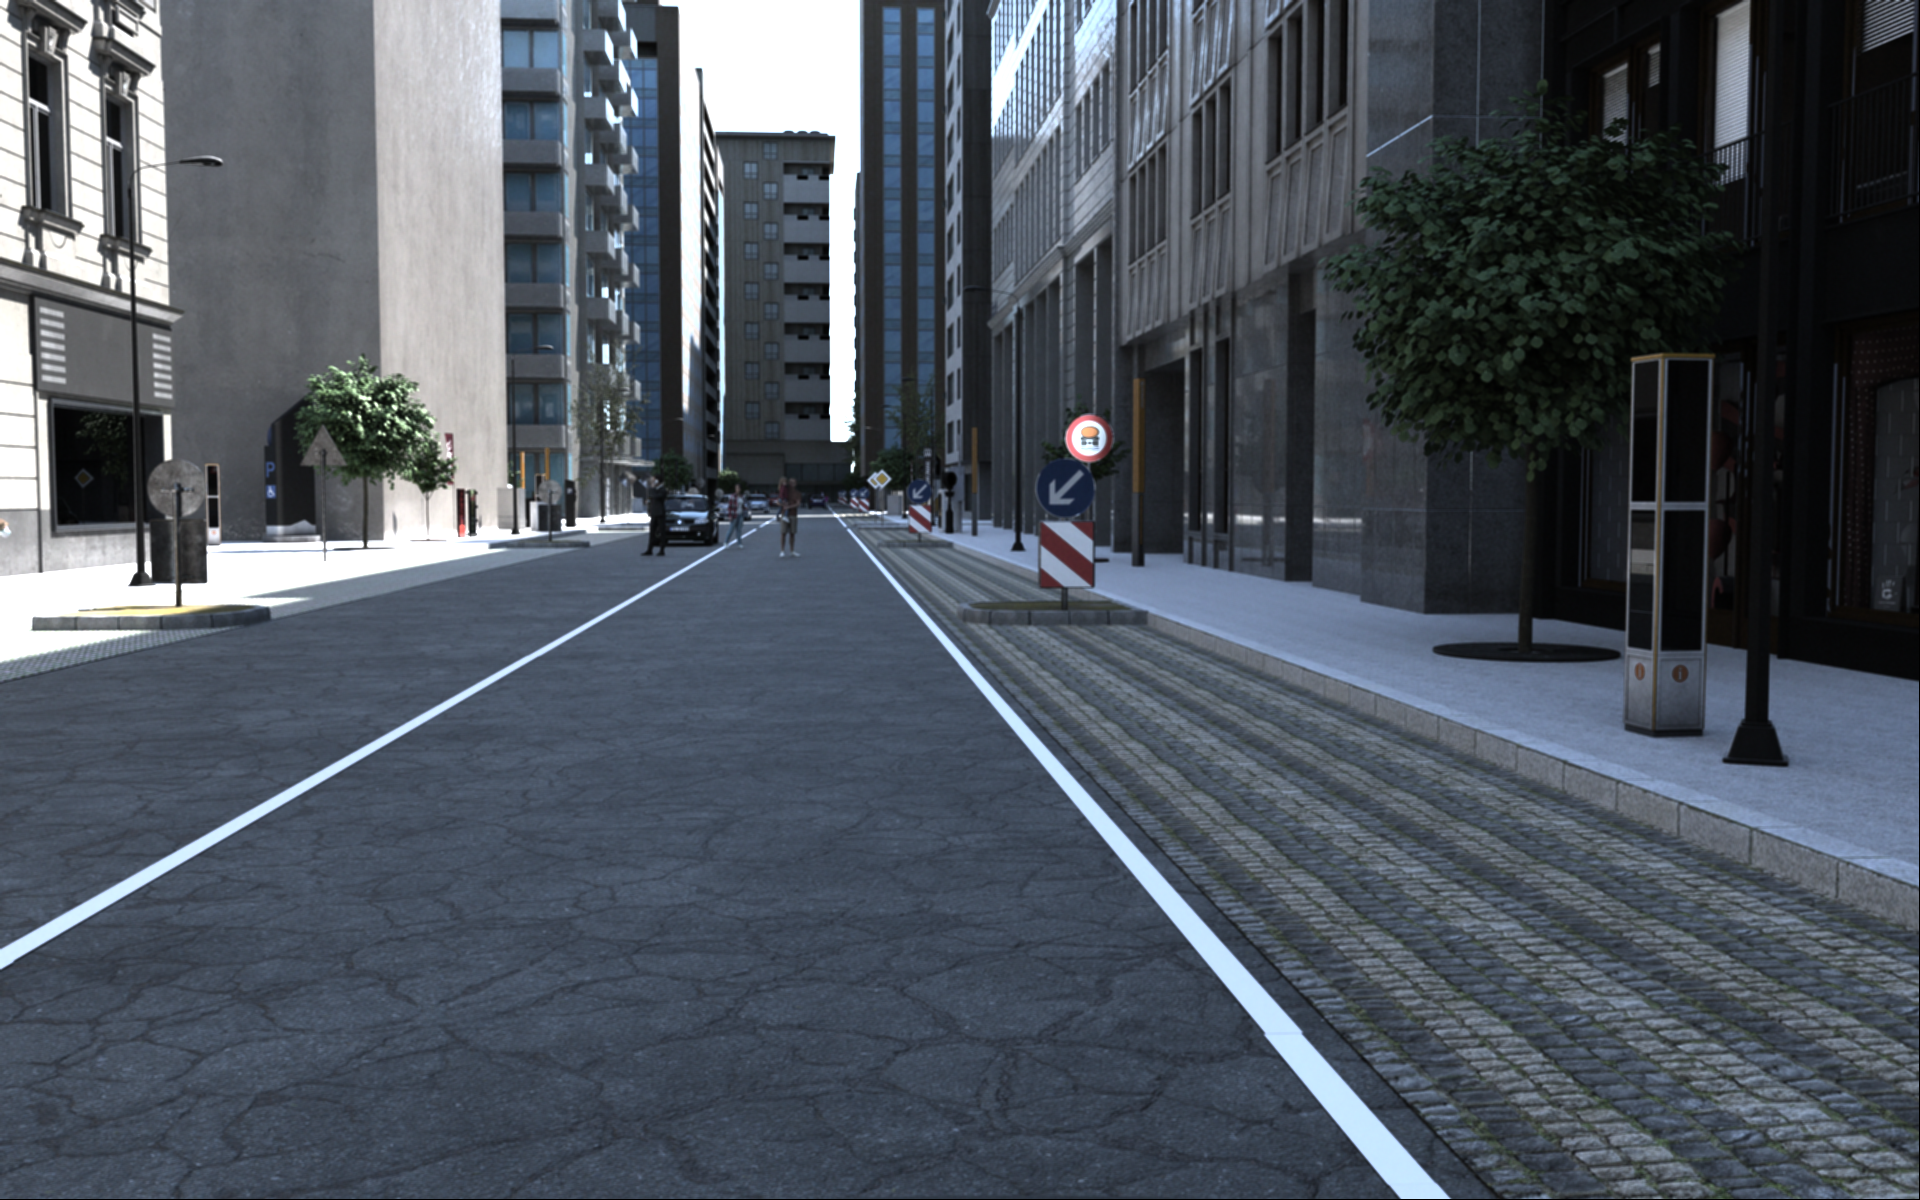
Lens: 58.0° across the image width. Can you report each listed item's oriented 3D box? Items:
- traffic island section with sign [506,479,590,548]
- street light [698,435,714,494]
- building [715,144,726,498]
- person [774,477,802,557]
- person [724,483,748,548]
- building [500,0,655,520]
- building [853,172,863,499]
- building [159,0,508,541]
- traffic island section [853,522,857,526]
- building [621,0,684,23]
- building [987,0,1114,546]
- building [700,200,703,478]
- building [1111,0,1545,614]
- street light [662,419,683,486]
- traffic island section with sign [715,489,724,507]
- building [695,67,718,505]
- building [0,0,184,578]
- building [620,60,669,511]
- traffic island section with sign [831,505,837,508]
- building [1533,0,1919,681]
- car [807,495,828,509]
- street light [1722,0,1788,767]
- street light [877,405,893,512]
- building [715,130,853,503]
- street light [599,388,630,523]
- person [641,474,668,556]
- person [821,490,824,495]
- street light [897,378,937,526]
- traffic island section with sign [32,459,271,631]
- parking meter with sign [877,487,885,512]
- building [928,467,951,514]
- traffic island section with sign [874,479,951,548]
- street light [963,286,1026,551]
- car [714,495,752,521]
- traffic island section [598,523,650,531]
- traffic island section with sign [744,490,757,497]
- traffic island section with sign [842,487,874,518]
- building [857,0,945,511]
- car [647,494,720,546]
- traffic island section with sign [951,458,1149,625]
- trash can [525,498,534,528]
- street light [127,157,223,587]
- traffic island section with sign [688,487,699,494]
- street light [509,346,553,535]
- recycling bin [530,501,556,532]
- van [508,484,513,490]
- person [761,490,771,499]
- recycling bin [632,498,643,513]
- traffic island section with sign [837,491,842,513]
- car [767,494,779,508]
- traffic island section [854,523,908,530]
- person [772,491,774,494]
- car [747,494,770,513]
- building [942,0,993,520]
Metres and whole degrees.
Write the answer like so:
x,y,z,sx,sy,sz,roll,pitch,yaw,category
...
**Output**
x,y,z,sx,sy,sz,roll,pitch,yaw,category
-11.012,-2.315,46.485,1.989,1.847,2.006,0,4,-5,traffic island section with sign
-20.133,-10.066,137.123,1.470,5.913,1.316,0,4,-5,street light
-36.928,-34.636,216.405,14.200,45.320,14.600,0,4,-5,building
-3.958,-1.909,39.685,0.573,1.828,0.580,2,4,31,person
-5.926,-2.234,45.872,0.563,1.720,0.643,-3,5,-44,person
-30.255,-29.239,97.660,23.786,49.044,30.456,0,4,-5,building
-4.487,-38.190,248.106,21.600,48.544,21.300,0,4,-5,building
-33.492,-15.306,54.762,34.151,26.468,19.350,0,4,-5,building
-3.745,-3.363,77.273,2.009,0.180,2.903,0,4,-5,traffic island section
-31.697,-31.004,157.032,14.600,45.320,14.200,0,4,-5,building
7.799,-16.830,52.670,11.434,29.767,29.804,0,4,-5,building
-33.002,-31.868,171.146,14.600,45.320,14.200,0,4,-5,building
10.128,-12.849,28.100,12.078,24.808,19.932,0,4,-5,building
-17.746,-8.206,106.714,1.470,5.913,1.316,0,4,-5,street light
-17.705,-7.293,127.866,1.989,1.847,2.006,0,4,-5,traffic island section with sign
-37.882,-34.549,188.575,21.300,48.544,21.600,0,4,-5,building
-21.605,-14.482,13.197,17.030,29.872,44.131,0,4,-5,building
-38.804,-26.950,132.506,32.217,40.220,23.993,0,4,-5,building
-12.110,-10.421,179.017,1.989,1.847,2.006,0,4,-5,traffic island section with sign
12.708,-11.022,9.885,12.332,23.373,15.834,0,4,-5,building
-13.781,-9.484,167.651,1.945,1.354,3.894,0,4,-6,car
3.280,-2.175,8.100,1.470,5.913,1.316,0,4,-5,street light
-3.427,-7.209,90.404,1.470,5.913,1.316,0,4,-5,street light
-29.472,-40.378,249.419,27.495,52.752,28.713,0,4,-5,building
-15.187,-6.334,76.097,1.470,5.913,1.316,0,4,-5,street light
-7.105,-1.991,40.423,0.648,1.900,0.474,3,5,44,person
-15.005,-10.917,186.869,0.599,1.838,0.709,0,4,-2,person
-1.655,-5.918,69.305,1.470,5.913,1.316,0,4,-5,street light
-8.763,-0.637,19.038,1.989,1.847,2.006,0,4,-5,traffic island section with sign
-5.711,-7.784,123.529,0.543,3.016,1.738,-1,4,-15,parking meter with sign
14.329,-25.886,115.116,32.217,40.220,23.993,0,4,-5,building
-1.237,-2.333,46.770,1.989,1.847,2.006,0,4,-5,traffic island section with sign
0.773,-4.059,38.901,1.470,5.913,1.316,0,4,-5,street light
-12.291,-5.020,94.078,2.014,1.417,4.499,0,4,-3,car
-13.148,-2.827,68.495,2.009,0.180,2.903,0,4,-5,traffic island section
-21.833,-10.359,178.004,1.989,1.847,2.006,0,4,-5,traffic island section with sign
-5.797,-5.726,102.245,1.989,1.847,2.006,0,4,-5,traffic island section with sign
-1.075,-30.014,140.836,14.600,45.320,14.200,0,4,-5,building
-7.800,-2.407,49.144,2.009,1.686,4.222,0,4,-5,car
0.991,-0.679,19.733,1.989,1.847,2.006,0,4,-5,traffic island section with sign
-16.546,-3.315,65.855,0.748,1.137,0.748,0,3,0,trash can
-10.850,-3.145,23.956,1.470,5.913,1.316,0,4,-5,street light
-15.501,-5.650,101.001,1.989,1.847,2.006,0,4,-5,traffic island section with sign
-13.442,-5.003,54.348,1.470,5.913,1.316,0,4,-5,street light
-14.299,-2.867,59.428,0.722,1.027,0.722,-2,4,-32,recycling bin
-20.371,-3.935,71.344,4.112,2.044,2.013,0,4,-6,van
-18.828,-9.672,166.768,1.348,1.807,0.705,-2,4,-30,person
-21.683,-6.311,115.732,0.722,1.027,0.722,-3,5,-44,recycling bin
-8.022,-7.382,129.323,1.989,1.847,2.006,0,4,-5,traffic island section with sign
-19.276,-10.524,181.110,2.155,1.783,4.494,0,4,-4,car
-3.090,-2.877,69.315,2.009,0.180,2.903,0,4,-5,traffic island section
-24.632,-13.399,227.563,0.705,1.826,1.348,0,4,-4,person
-15.177,-7.177,129.349,2.014,1.417,4.499,0,4,-3,car
6.611,-19.313,87.463,14.107,30.474,14.160,0,4,-5,building
